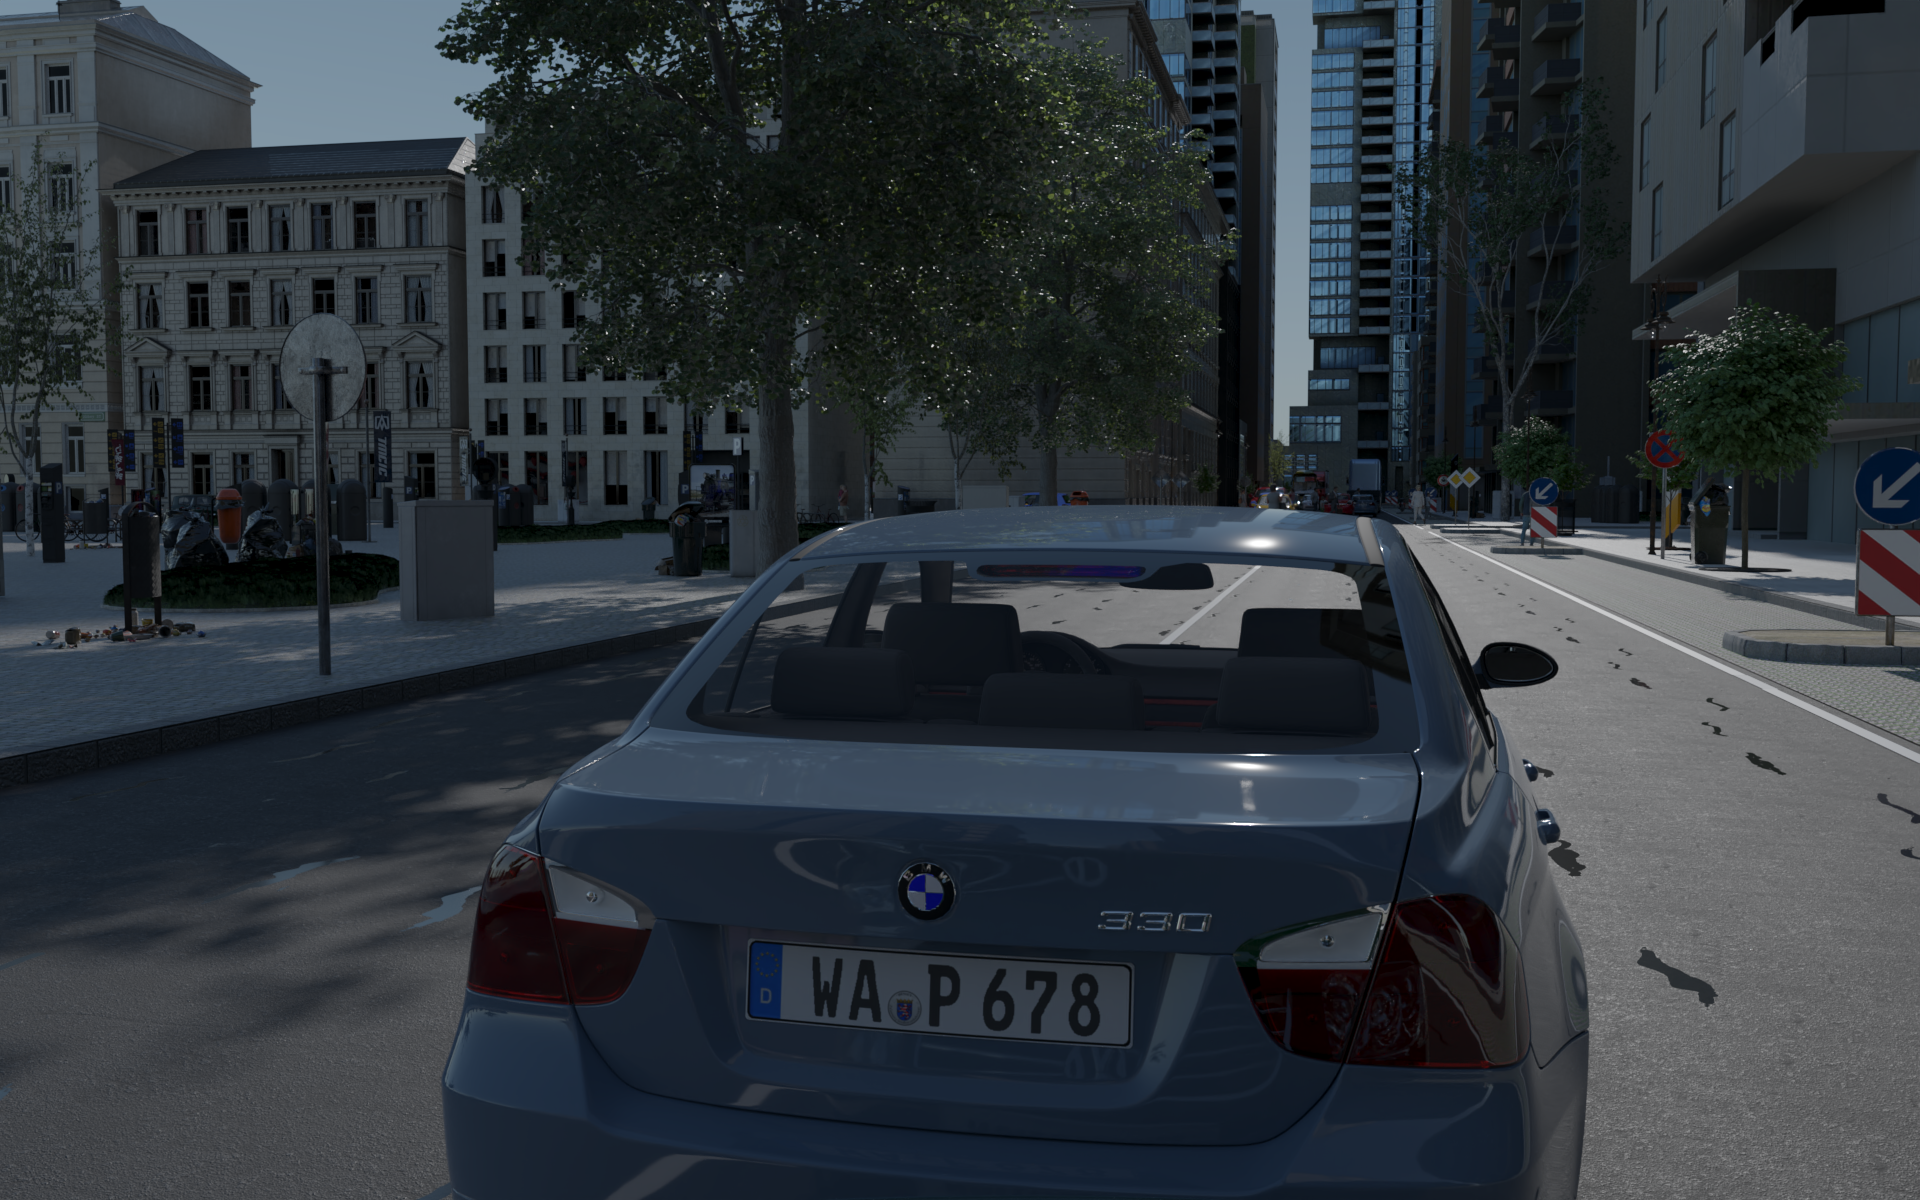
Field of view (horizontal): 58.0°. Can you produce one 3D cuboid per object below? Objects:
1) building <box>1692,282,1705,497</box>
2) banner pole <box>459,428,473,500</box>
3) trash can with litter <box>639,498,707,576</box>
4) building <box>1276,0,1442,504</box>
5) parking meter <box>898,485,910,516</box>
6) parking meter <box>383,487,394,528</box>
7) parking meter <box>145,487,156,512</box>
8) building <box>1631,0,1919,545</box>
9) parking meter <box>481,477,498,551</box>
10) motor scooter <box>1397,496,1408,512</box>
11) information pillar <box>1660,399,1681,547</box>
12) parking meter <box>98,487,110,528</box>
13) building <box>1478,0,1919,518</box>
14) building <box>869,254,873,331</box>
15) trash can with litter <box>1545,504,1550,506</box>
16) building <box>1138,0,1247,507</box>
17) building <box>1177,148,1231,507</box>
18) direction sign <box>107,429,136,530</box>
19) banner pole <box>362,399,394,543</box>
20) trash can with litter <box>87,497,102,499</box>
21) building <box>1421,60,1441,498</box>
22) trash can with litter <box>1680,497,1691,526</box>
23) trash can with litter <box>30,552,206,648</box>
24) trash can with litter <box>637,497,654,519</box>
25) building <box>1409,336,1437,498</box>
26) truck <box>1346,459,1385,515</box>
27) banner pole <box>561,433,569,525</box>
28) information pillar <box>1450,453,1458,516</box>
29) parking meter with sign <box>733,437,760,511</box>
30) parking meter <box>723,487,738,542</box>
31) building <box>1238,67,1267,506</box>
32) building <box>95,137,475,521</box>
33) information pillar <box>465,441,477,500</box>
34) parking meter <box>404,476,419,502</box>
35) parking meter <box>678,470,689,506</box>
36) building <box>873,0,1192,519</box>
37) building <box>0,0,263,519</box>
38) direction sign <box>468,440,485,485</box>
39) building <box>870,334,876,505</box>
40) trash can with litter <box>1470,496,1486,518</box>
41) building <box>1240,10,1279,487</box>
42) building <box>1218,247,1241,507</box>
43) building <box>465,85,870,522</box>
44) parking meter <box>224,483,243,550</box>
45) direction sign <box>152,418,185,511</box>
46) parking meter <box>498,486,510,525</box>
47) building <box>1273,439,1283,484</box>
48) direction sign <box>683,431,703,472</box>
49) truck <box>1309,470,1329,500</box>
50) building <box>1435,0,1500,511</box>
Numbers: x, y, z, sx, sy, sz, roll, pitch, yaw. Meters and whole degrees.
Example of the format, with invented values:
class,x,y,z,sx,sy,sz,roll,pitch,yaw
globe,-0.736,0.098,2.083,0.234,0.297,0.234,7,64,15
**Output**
class,x,y,z,sx,sy,sz,roll,pitch,yaw
building,48.972,-32.575,74.605,28.212,58.520,21.231,1,4,13
banner pole,-18.753,-4.641,65.896,0.863,3.779,0.401,2,4,33
trash can with litter,-4.452,-0.969,27.223,0.624,1.170,1.055,-3,5,-43
building,59.690,-56.459,235.771,31.000,86.520,22.319,1,4,13
parking meter,-1.646,-2.595,50.832,0.372,1.533,0.369,0,3,0
parking meter,-21.663,-3.498,65.599,0.372,1.533,0.369,0,3,0
parking meter,-30.574,-3.488,65.433,0.372,1.533,0.369,0,3,0
building,33.729,-27.817,44.040,28.713,52.752,27.495,1,4,13
parking meter,-10.588,-2.033,38.948,0.255,1.863,0.399,0,4,5
motor scooter,33.391,-7.214,130.729,0.815,1.314,1.986,1,4,14
information pillar,16.842,-3.032,40.920,0.183,3.616,0.504,-1,4,-18
parking meter,-32.421,-3.496,65.574,0.372,1.533,0.369,0,3,0
building,42.807,-27.479,103.910,22.147,44.769,28.867,1,4,13
building,-10.627,-36.595,252.947,28.867,44.769,22.147,1,4,13
trash can with litter,18.784,-2.727,55.975,0.624,1.170,1.055,1,4,13
building,16.576,-52.085,164.256,22.319,86.520,31.000,1,4,13
building,8.893,-17.260,115.478,16.112,22.955,30.059,1,4,13
direction sign,-29.332,-4.198,60.641,0.876,3.537,0.379,-1,4,-16
banner pole,-15.452,-3.418,45.901,0.863,3.779,0.401,0,4,-4
trash can with litter,-20.011,-1.830,40.985,2.233,1.210,1.678,-3,5,-40
building,57.685,-31.625,171.696,22.147,44.769,28.867,1,4,13
trash can with litter,29.642,-3.608,70.372,0.624,1.170,1.055,0,4,0
trash can with litter,-7.601,-0.267,15.425,1.678,1.210,2.233,0,4,4
trash can with litter,-12.776,-3.617,70.522,0.624,1.170,1.055,2,4,24
building,67.003,-21.750,200.650,27.650,21.520,28.899,1,4,13
truck,29.803,-8.463,128.122,2.967,4.110,18.799,1,4,14
banner pole,-16.201,-4.959,71.101,0.401,3.779,0.863,1,4,8
information pillar,28.290,-6.592,99.136,0.504,3.616,0.183,-2,4,-25
parking meter with sign,-6.133,-3.517,53.763,1.738,3.016,0.543,-2,4,-35
parking meter,-5.431,-1.994,41.015,0.372,1.533,0.369,0,3,0
building,25.664,-32.839,187.026,14.600,45.320,14.200,1,4,13
building,-32.021,-13.707,88.735,19.286,19.102,10.561,1,4,13
information pillar,-20.290,-4.920,71.796,0.504,3.616,0.183,-1,4,-11
parking meter,-17.489,-3.030,55.258,0.399,1.863,0.255,1,4,13
parking meter,-6.330,-2.113,40.254,0.399,1.863,0.255,1,4,21
building,4.380,-17.783,88.021,12.463,27.353,25.104,1,4,13
building,-50.859,-18.872,94.469,20.117,28.700,13.634,1,4,13
direction sign,-20.272,-4.935,72.690,0.876,3.537,0.379,2,4,29
building,-4.106,-22.778,217.451,28.899,21.520,27.650,1,4,13
trash can with litter,27.500,-4.932,92.028,0.624,1.170,1.055,-2,4,-29
building,24.405,-41.039,212.980,28.212,58.520,21.231,1,4,13
building,15.529,-18.824,137.453,12.332,23.373,15.834,1,4,13
building,-13.934,-14.085,85.038,16.860,20.320,10.420,1,4,13
parking meter,-16.737,-1.927,39.913,0.372,1.533,0.369,0,3,0
direction sign,-23.538,-3.642,51.546,0.876,3.537,0.379,-3,5,-39
parking meter,-14.888,-2.947,56.596,0.372,1.533,0.369,0,3,0
building,31.822,-40.180,246.186,27.495,52.752,28.713,1,4,13
direction sign,-9.592,-4.299,62.283,0.379,3.537,0.876,3,5,43
truck,41.508,-13.012,201.658,2.839,4.237,11.283,1,4,14
building,44.885,-29.679,135.359,14.600,45.320,14.200,1,4,13
